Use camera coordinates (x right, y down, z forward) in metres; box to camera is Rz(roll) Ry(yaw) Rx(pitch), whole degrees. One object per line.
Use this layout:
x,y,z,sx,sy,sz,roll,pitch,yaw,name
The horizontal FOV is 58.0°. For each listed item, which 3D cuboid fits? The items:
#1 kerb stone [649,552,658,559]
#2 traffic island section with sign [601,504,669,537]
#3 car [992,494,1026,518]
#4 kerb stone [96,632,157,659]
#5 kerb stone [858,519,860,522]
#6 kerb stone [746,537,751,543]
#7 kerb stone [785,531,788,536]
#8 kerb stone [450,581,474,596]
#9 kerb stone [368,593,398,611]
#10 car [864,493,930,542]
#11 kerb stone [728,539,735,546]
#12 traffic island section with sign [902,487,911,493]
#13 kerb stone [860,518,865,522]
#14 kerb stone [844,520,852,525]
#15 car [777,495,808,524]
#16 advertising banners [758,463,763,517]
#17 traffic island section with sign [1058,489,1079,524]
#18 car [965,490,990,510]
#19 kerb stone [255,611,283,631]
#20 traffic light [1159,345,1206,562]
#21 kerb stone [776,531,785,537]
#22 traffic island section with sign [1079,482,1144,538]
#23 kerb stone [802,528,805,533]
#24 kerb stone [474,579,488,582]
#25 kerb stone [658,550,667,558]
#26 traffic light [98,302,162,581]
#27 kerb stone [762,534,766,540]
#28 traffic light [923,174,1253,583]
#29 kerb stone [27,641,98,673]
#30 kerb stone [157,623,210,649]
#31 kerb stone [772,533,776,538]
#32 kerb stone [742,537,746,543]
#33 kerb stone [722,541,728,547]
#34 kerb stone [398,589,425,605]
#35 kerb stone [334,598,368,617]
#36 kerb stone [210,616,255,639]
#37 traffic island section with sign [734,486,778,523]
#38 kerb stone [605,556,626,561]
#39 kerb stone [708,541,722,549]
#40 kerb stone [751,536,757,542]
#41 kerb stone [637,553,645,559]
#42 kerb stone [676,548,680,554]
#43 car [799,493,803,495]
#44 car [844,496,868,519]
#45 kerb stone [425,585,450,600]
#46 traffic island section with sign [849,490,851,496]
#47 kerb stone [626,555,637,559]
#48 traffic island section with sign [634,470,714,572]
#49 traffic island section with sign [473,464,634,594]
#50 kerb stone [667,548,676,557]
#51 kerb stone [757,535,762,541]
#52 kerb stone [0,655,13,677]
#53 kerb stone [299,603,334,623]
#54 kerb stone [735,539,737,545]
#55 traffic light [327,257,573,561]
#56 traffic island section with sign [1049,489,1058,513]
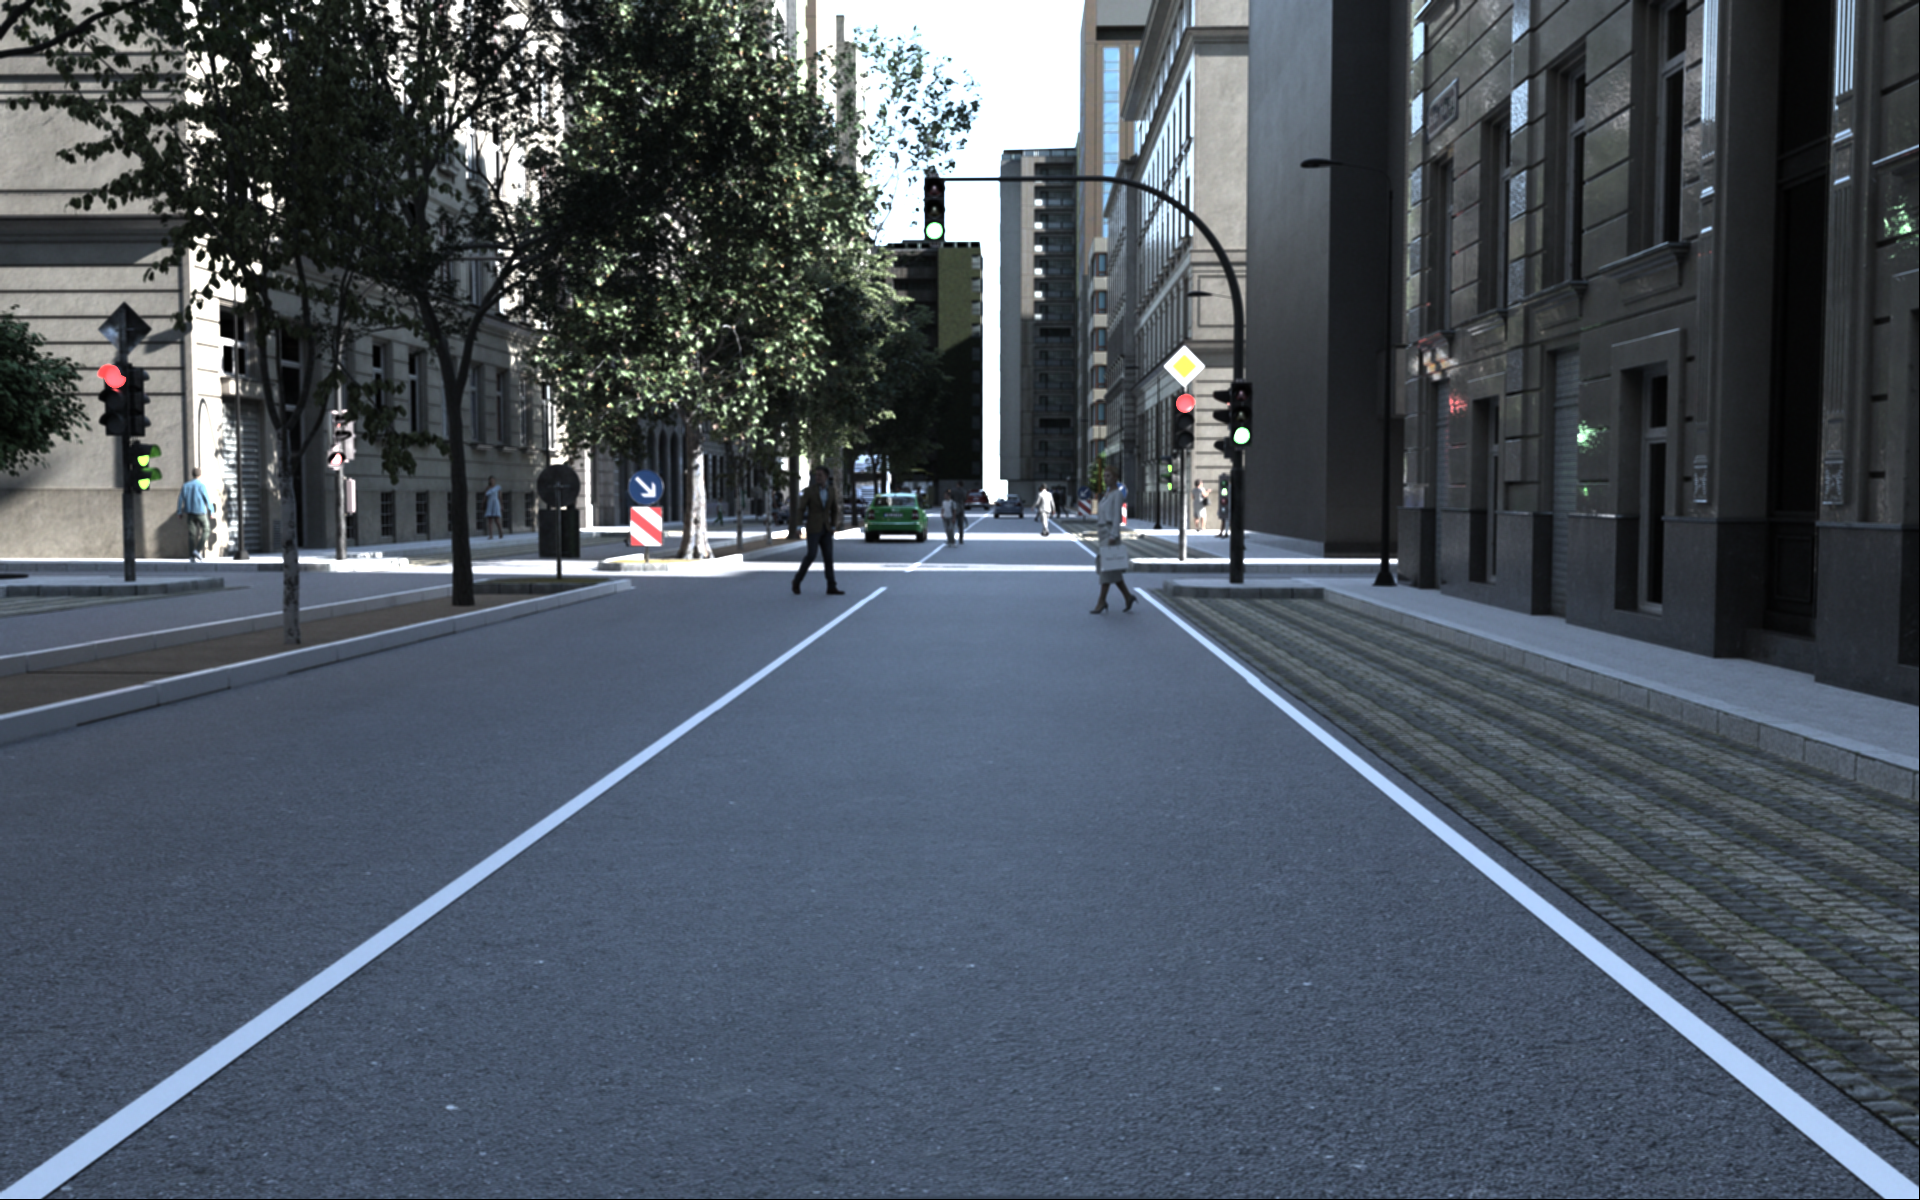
-6.754,-0.932,37.428,0.120,0.150,1.000,0,4,2,kerb stone
-10.851,-3.023,58.061,1.989,1.847,2.006,0,4,2,traffic island section with sign
2.936,-5.624,103.949,2.014,1.417,4.499,0,4,3,car
-7.467,0.416,15.388,0.120,0.150,1.000,0,4,2,kerb stone
-5.189,-3.878,85.607,0.120,0.150,1.000,0,4,2,kerb stone
-6.320,-1.745,50.734,0.120,0.150,1.000,0,4,2,kerb stone
-6.055,-2.247,58.946,0.120,0.150,1.000,0,4,2,kerb stone
-7.164,-0.147,24.613,0.120,0.150,1.000,0,4,2,kerb stone
-7.261,0.041,21.532,0.120,0.150,1.000,0,4,2,kerb stone
-1.921,-2.700,52.935,1.959,1.807,4.718,0,4,1,car
-6.415,-1.548,47.664,0.120,0.150,1.000,0,4,2,kerb stone
-3.408,-6.110,108.038,2.006,1.907,1.989,0,4,2,traffic island section with sign
-5.059,-4.130,89.725,0.120,0.150,1.000,0,4,2,kerb stone
-5.292,-3.691,82.536,0.120,0.150,1.000,0,4,2,kerb stone
-7.654,-4.360,83.283,2.014,1.417,4.499,0,4,3,car
-11.287,-6.217,97.834,0.090,3.025,2.074,0,4,1,advertising banners
5.933,-4.639,84.480,1.989,1.847,2.006,0,4,2,traffic island section with sign
1.570,-8.999,155.814,2.281,1.827,5.304,0,4,4,car
-7.369,0.228,18.463,0.120,0.150,1.000,0,4,2,kerb stone
4.218,-2.686,32.840,0.839,4.253,0.868,0,4,2,traffic light
-6.079,-2.185,57.920,0.120,0.150,1.000,0,4,2,kerb stone
5.065,-2.991,57.538,1.989,1.847,2.006,0,4,2,traffic island section with sign
-5.831,-2.687,66.123,0.120,0.150,1.000,0,4,2,kerb stone
-7.129,-0.208,25.642,0.120,0.150,1.000,0,4,2,kerb stone
-6.716,-0.991,38.452,0.120,0.150,1.000,0,4,2,kerb stone
-12.194,-2.229,25.364,0.839,4.253,0.868,0,4,2,traffic light
-6.224,-1.934,53.818,0.120,0.150,1.000,0,4,2,kerb stone
1.866,-3.065,24.785,4.771,5.953,1.251,0,4,2,traffic light
-7.493,0.481,14.356,0.120,0.150,1.000,0,4,2,kerb stone
-7.429,0.354,16.412,0.120,0.150,1.000,0,4,2,kerb stone
-6.159,-2.060,55.872,0.120,0.150,1.000,0,4,2,kerb stone
-6.350,-1.683,49.712,0.120,0.150,1.000,0,4,2,kerb stone
-6.459,-1.491,46.640,0.120,0.150,1.000,0,4,2,kerb stone
-7.234,-0.022,22.559,0.120,0.150,1.000,0,4,2,kerb stone
-7.294,0.103,20.510,0.120,0.150,1.000,0,4,2,kerb stone
-7.399,0.291,17.434,0.120,0.150,1.000,0,4,2,kerb stone
-9.979,-4.671,85.002,1.989,1.847,2.006,0,4,2,traffic island section with sign
-6.857,-0.744,34.360,0.120,0.150,1.000,0,4,2,kerb stone
-6.488,-1.428,45.618,0.120,0.150,1.000,0,4,2,kerb stone
-6.287,-1.799,51.761,0.120,0.150,1.000,0,4,2,kerb stone
-6.786,-0.869,36.406,0.120,0.150,1.000,0,4,2,kerb stone
-6.654,-1.120,40.505,0.120,0.150,1.000,0,4,2,kerb stone
-9.519,-5.870,105.568,1.945,1.707,3.694,0,4,3,car
-6.385,-5.513,102.724,1.945,1.354,3.894,0,3,0,car
-7.201,-0.085,23.592,0.120,0.150,1.000,0,4,2,kerb stone
-8.340,-7.768,135.642,1.989,1.847,2.006,0,4,2,traffic island section with sign
-6.818,-0.807,35.384,0.120,0.150,1.000,0,4,2,kerb stone
-5.829,-1.517,32.939,2.006,1.907,1.989,0,4,2,traffic island section with sign
-6.078,-1.064,25.536,2.006,1.907,1.989,0,4,2,traffic island section with sign
-6.680,-1.057,39.475,0.120,0.150,1.000,0,4,2,kerb stone
-6.254,-1.871,52.782,0.120,0.150,1.000,0,4,2,kerb stone
-7.536,0.542,13.333,0.120,0.150,1.000,0,4,2,kerb stone
-7.331,0.166,19.489,0.120,0.150,1.000,0,4,2,kerb stone
-6.387,-1.620,48.686,0.120,0.150,1.000,0,4,2,kerb stone
-9.842,-3.587,33.313,4.771,5.953,1.251,0,4,2,traffic light
7.571,-7.725,134.927,1.989,1.847,2.006,0,4,2,traffic island section with sign
